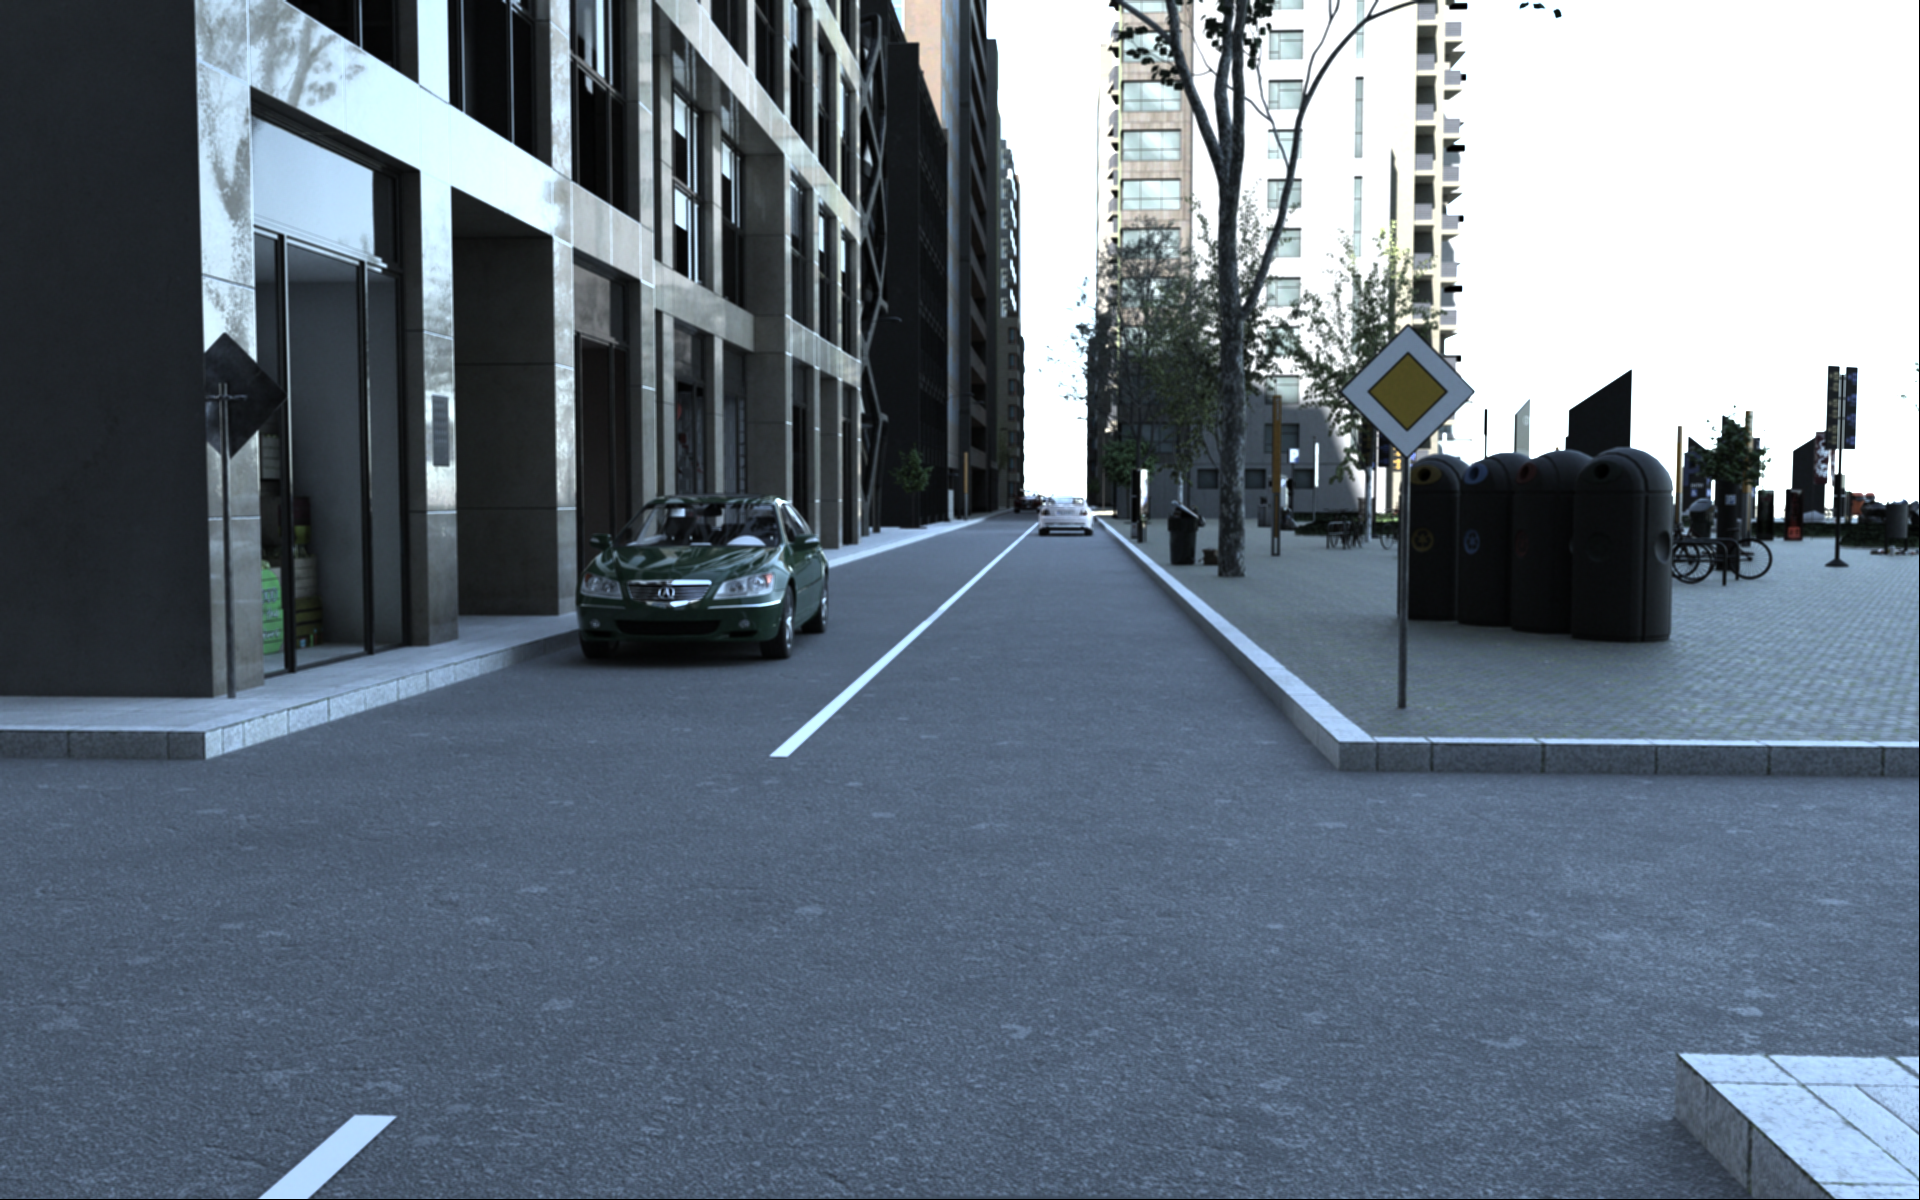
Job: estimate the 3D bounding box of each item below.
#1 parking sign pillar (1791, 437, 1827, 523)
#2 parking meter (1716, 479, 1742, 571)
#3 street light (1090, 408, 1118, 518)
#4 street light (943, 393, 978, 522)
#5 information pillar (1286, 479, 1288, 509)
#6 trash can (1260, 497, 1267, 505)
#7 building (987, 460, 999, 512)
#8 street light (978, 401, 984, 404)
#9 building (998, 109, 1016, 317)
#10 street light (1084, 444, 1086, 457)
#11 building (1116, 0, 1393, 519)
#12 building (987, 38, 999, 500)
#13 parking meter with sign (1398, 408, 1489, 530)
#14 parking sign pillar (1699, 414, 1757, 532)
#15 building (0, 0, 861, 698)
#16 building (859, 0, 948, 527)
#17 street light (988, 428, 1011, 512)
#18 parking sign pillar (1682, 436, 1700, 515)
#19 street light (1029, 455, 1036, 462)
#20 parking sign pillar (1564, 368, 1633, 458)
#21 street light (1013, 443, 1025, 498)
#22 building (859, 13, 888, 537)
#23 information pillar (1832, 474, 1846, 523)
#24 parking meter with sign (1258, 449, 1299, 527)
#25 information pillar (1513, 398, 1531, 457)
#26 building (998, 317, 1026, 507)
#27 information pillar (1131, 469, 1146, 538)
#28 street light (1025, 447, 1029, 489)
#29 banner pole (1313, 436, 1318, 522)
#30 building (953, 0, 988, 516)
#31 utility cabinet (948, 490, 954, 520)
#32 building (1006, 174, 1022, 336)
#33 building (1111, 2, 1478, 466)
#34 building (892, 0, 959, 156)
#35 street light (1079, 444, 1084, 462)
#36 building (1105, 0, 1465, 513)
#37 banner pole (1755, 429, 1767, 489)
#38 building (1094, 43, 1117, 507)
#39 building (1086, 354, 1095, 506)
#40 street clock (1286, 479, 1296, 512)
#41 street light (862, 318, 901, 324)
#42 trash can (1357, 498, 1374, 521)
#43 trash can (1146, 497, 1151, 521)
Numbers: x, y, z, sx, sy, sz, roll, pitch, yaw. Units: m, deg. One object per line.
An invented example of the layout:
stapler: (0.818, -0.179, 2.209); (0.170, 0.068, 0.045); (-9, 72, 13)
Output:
parking sign pillar: (35.368, -5.119, 72.174); (1.447, 3.967, 1.447); (2, 4, 27)
parking meter: (12.923, -1.266, 29.111); (0.372, 1.533, 0.369); (0, 3, 0)
street light: (7.753, -7.352, 92.744); (1.470, 5.913, 1.316); (0, 4, 4)
street light: (-0.059, -6.571, 79.982); (1.470, 5.913, 1.316); (0, 4, 4)
information pillar: (15.526, -4.806, 83.066); (0.304, 2.012, 0.304); (2, 4, 29)
trash can: (14.840, -4.406, 83.695); (0.748, 1.137, 0.748); (0, 3, 0)
building: (-7.408, -42.471, 132.656); (20.563, 71.187, 20.611); (0, 4, 4)
street light: (0.517, -7.002, 87.027); (1.470, 5.913, 1.316); (0, 4, 4)
building: (-4.528, -36.307, 213.234); (23.786, 49.044, 30.456); (0, 4, 4)
street light: (9.995, -9.446, 126.982); (1.470, 5.913, 1.316); (0, 4, 4)
building: (15.796, -19.869, 96.563); (14.160, 30.474, 14.107); (0, 4, 4)
building: (-3.905, -28.607, 151.320); (14.154, 41.232, 14.086); (0, 4, 4)
parking meter with sign: (9.878, -2.396, 35.431); (1.738, 3.016, 0.543); (1, 4, 18)
parking sign pillar: (25.942, -4.249, 57.938); (1.447, 3.967, 1.447); (-2, 4, -30)
building: (-13.211, -13.647, 27.649); (19.350, 26.468, 34.151); (0, 4, 4)
building: (-7.223, -15.008, 75.051); (12.332, 23.373, 15.834); (0, 4, 4)
street light: (2.652, -9.155, 122.230); (1.470, 5.913, 1.316); (0, 4, 4)
parking sign pillar: (33.731, -5.551, 79.233); (1.447, 3.967, 1.447); (-2, 4, -28)
street light: (7.974, -14.198, 204.672); (1.470, 5.913, 1.316); (0, 4, 4)
parking sign pillar: (13.734, -2.988, 37.329); (1.447, 3.967, 1.447); (0, 4, 7)
street light: (4.899, -11.270, 156.802); (1.470, 5.913, 1.316); (0, 4, 4)
building: (-10.802, -11.379, 53.499); (16.820, 18.784, 16.811); (0, 4, 4)
information pillar: (31.445, -3.514, 61.951); (0.304, 2.012, 0.304); (-2, 4, -28)
parking meter with sign: (12.291, -4.337, 67.178); (0.543, 3.016, 1.738); (-3, 4, -36)
information pillar: (13.663, -3.105, 42.120); (0.504, 3.616, 0.183); (-2, 4, -26)
building: (-7.222, -20.766, 184.563); (27.650, 21.520, 28.899); (0, 4, 4)
information pillar: (5.163, -2.794, 50.171); (0.304, 2.012, 0.304); (-2, 4, -35)
street light: (5.784, -12.077, 170.006); (1.470, 5.913, 1.316); (0, 4, 4)
banner pole: (15.329, -5.176, 74.644); (0.401, 3.779, 0.863); (2, 4, 26)
building: (-9.372, -29.863, 111.962); (21.300, 48.544, 21.600); (0, 4, 4)
utility cabinet: (-0.643, -4.627, 84.336); (0.318, 1.500, 1.173); (-1, 4, -21)
building: (1.368, -35.853, 236.308); (14.600, 45.320, 14.200); (0, 4, 4)
building: (26.578, -34.044, 145.864); (28.713, 52.752, 27.495); (0, 4, 4)
building: (-7.368, -27.109, 93.335); (14.600, 45.320, 14.200); (0, 4, 4)
street light: (12.060, -11.556, 161.488); (1.470, 5.913, 1.316); (0, 4, 4)
building: (21.147, -28.297, 117.278); (22.147, 44.769, 28.867); (0, 4, 4)
banner pole: (30.731, -4.688, 66.664); (0.401, 3.779, 0.863); (-2, 4, -24)
building: (24.820, -33.973, 179.154); (21.300, 48.544, 21.600); (0, 4, 4)
building: (28.938, -22.028, 205.195); (27.650, 21.520, 28.899); (0, 4, 4)
street clock: (15.744, -4.762, 82.425); (0.471, 2.002, 0.358); (2, 4, 27)
street light: (-2.249, -4.477, 45.741); (1.470, 5.913, 1.316); (0, 4, 4)
trash can: (15.479, -3.319, 65.918); (0.748, 1.137, 0.748); (0, 3, 0)
trash can: (8.687, -4.296, 81.892); (0.748, 1.137, 0.748); (0, 3, 0)
